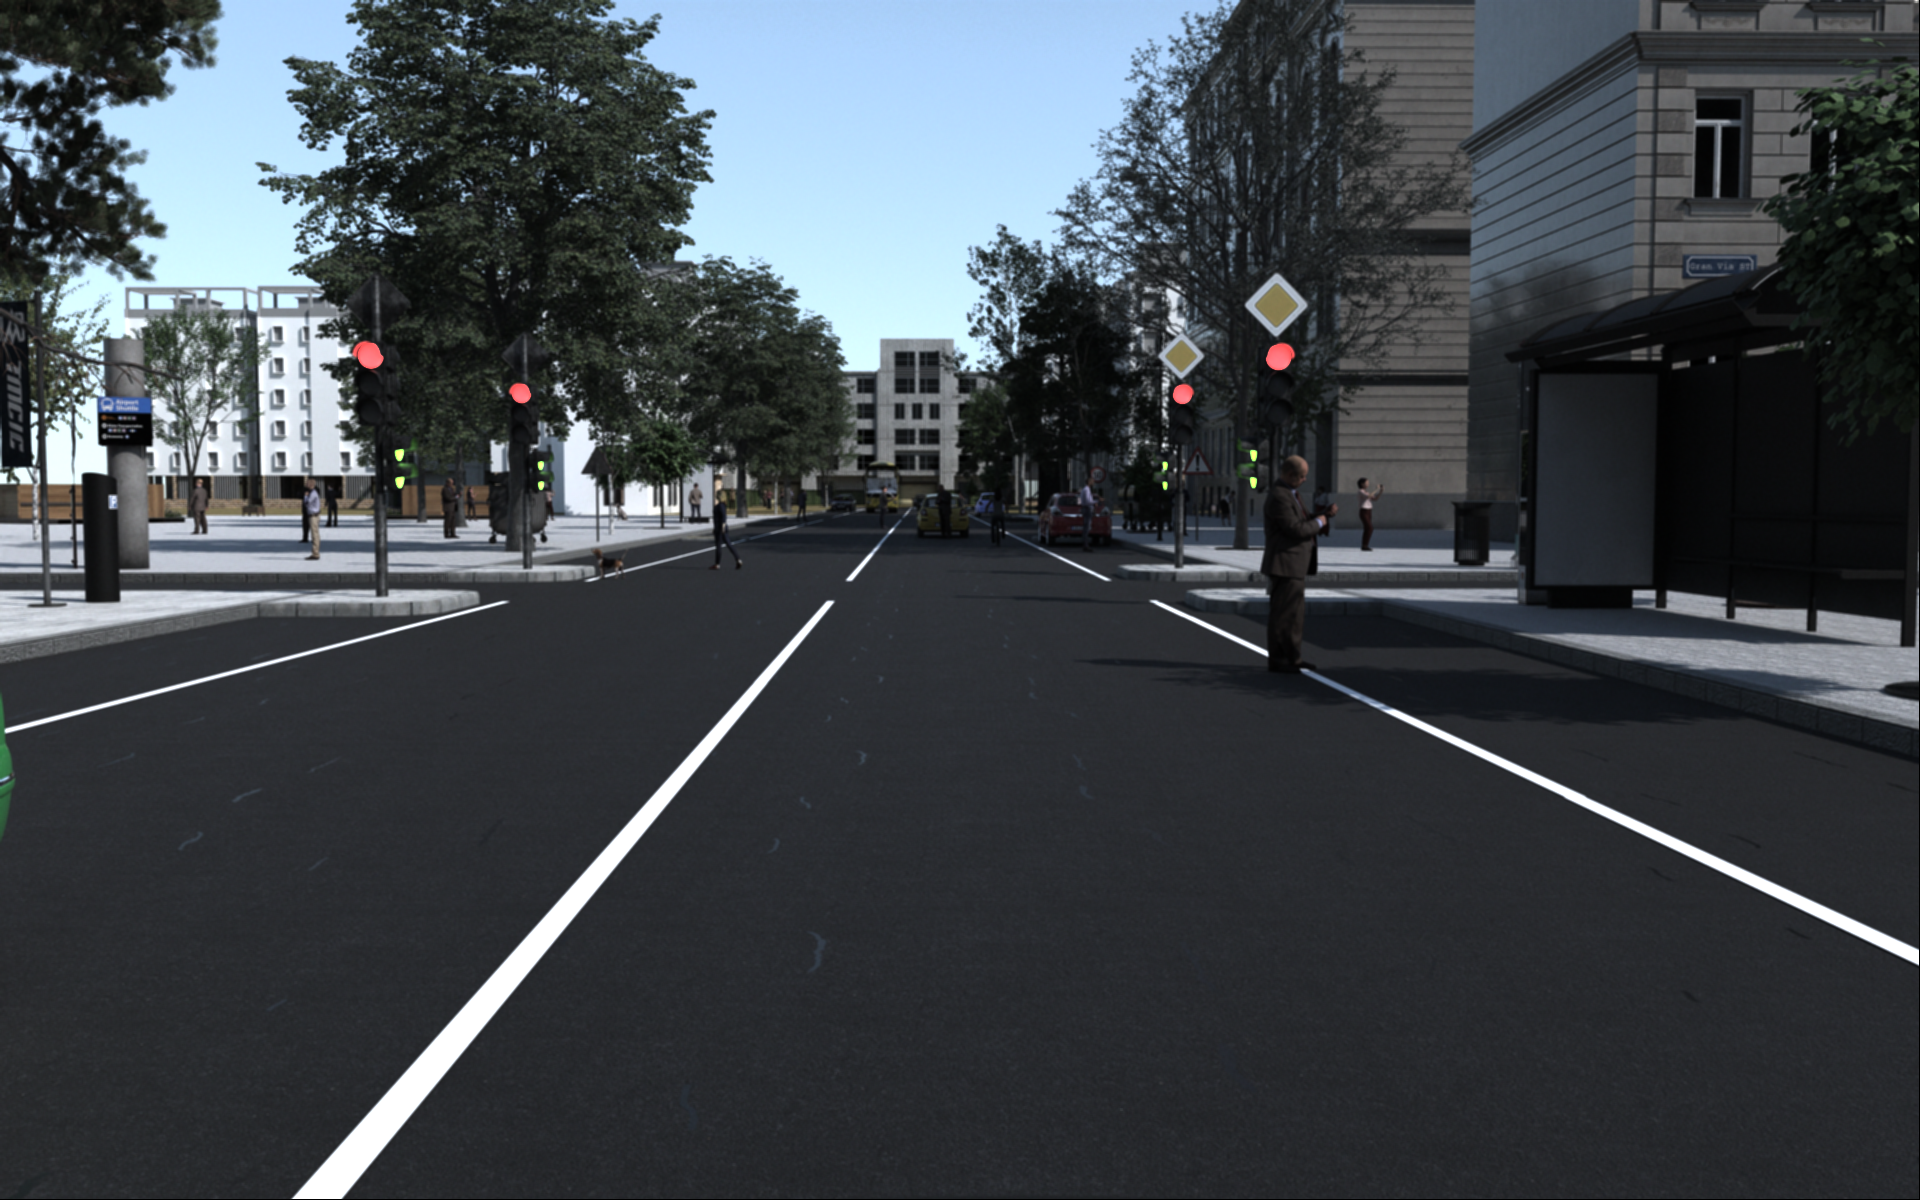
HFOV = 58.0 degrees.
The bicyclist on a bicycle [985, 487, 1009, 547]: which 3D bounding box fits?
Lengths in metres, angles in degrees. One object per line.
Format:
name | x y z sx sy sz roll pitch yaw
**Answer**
bicyclist on a bicycle | 1.033 -2.296 47.564 1.499 1.676 1.625 0 4 -1

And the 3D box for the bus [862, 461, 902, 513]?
bus | -6.059 -8.718 134.088 2.896 3.916 12.252 0 4 -3

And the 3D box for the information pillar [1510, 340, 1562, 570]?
information pillar | 9.837 -2.453 29.489 0.750 3.857 0.750 1 4 12

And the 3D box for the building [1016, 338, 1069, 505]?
building | 12.515 -21.314 204.900 11.380 20.091 16.016 0 4 -1

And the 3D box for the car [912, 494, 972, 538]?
car | -0.597 -2.939 58.275 2.015 1.641 3.980 0 4 -2

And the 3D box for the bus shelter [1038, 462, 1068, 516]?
bus shelter | 5.176 -6.583 98.909 1.731 3.624 6.357 0 4 -1

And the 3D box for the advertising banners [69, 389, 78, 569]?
advertising banners | -15.332 -2.064 29.933 0.090 3.025 2.074 -2 4 -28

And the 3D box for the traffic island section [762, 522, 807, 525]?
traffic island section | -8.205 -3.573 81.289 1.991 0.108 1.994 0 4 -1

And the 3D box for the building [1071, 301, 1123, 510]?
building | 19.837 -17.822 157.852 16.747 18.905 31.486 0 4 -1

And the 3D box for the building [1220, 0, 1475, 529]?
building | 19.618 -17.491 73.367 14.401 28.519 23.554 0 4 -1

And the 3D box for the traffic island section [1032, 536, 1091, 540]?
traffic island section | 3.283 -1.940 54.591 1.991 0.108 1.994 0 4 -1

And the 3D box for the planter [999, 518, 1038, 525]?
planter | 2.709 -3.693 81.522 1.991 0.319 1.994 0 4 -1

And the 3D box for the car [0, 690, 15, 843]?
car | -3.622 0.350 3.080 1.959 1.807 4.718 0 4 -1

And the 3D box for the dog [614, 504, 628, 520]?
dog | -16.396 -4.286 84.451 0.800 0.831 0.513 1 4 11

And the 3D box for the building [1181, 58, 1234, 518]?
building | 20.064 -18.919 95.230 13.634 28.700 20.117 0 4 -1

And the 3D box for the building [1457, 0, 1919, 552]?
building | 26.567 -15.029 42.991 25.104 27.353 12.463 0 4 -1

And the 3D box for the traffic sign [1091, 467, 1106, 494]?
traffic sign | 6.387 -4.911 80.406 0.768 2.556 0.104 0 4 3

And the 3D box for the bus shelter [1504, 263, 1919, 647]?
bus shelter | 7.200 -1.404 16.872 2.014 3.302 5.546 0 4 -1

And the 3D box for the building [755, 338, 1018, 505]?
building | -9.265 -20.719 205.211 31.486 18.905 16.747 0 4 -1

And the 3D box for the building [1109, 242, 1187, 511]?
building | 19.953 -17.085 135.756 16.016 20.091 11.380 0 4 -1

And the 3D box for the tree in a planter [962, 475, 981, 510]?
tree in a planter | 1.062 -9.902 159.115 1.991 3.239 1.994 0 4 -1

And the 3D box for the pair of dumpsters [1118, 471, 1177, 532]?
pair of dumpsters | 6.571 -3.565 60.783 1.574 2.255 4.436 0 4 -1

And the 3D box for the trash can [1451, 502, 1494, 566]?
trash can | 9.170 -1.184 31.019 0.748 1.137 0.748 0 3 0

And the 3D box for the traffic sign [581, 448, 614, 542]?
traffic sign | -9.748 -2.848 46.565 0.884 2.594 0.081 0 4 2

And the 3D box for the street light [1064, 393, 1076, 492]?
street light | 4.816 -6.311 75.976 0.468 5.910 1.993 0 4 -1

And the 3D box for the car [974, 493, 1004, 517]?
car | 1.851 -6.074 108.903 1.945 1.707 3.694 0 4 -3

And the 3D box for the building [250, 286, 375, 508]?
building | -57.829 -18.805 163.878 11.380 20.091 16.016 0 4 -1

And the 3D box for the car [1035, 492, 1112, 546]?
car | 3.228 -2.453 49.148 2.155 1.783 4.494 0 4 -2

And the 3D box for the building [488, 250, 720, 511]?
building | -28.147 -17.236 138.220 16.016 20.091 11.380 0 4 -1

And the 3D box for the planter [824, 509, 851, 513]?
planter | -9.256 -6.749 131.483 1.991 0.319 1.994 0 4 -1

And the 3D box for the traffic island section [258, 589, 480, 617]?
traffic island section | -7.264 0.035 21.716 2.009 0.180 2.903 0 4 -1

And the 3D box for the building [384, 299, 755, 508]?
building | -36.405 -18.233 164.564 31.486 18.905 16.747 0 4 -1

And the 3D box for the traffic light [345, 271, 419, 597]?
traffic light | -7.223 -1.978 21.583 0.839 4.213 0.868 0 4 -1

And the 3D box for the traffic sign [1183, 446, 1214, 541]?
traffic sign | 6.480 -2.892 47.291 0.884 2.594 0.081 0 4 1

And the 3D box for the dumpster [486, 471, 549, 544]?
dumpster | -11.471 -2.396 44.928 1.264 1.857 1.865 0 4 -1

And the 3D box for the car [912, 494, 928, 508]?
car | -3.451 -9.149 159.366 2.009 1.686 4.222 0 4 -2

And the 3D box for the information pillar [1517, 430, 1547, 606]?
information pillar | 6.651 -0.948 19.997 0.304 2.012 0.304 0 4 -1

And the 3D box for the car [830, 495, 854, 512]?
car | -9.570 -7.822 140.471 1.945 1.354 3.894 0 4 -1

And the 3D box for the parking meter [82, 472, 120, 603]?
parking meter | -10.201 -0.744 20.568 0.372 1.533 0.369 0 3 0

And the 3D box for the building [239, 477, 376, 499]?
building | -69.781 -20.612 203.464 31.486 18.905 16.747 0 4 -1

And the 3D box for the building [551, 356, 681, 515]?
building | -23.692 -10.813 118.942 9.099 9.664 28.070 0 4 -1

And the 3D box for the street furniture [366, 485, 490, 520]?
street furniture | -27.696 -5.158 91.180 11.010 1.723 9.812 -1 4 -14

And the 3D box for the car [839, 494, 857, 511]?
car | -9.778 -8.449 147.932 2.009 1.686 4.222 0 4 -2

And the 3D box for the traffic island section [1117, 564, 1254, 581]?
traffic island section | 3.806 -0.468 29.932 2.009 0.180 2.903 0 4 -1

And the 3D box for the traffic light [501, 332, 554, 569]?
traffic light | -7.393 -2.466 29.566 0.839 4.213 0.868 0 4 -1

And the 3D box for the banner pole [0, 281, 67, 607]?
banner pole | -10.663 -1.821 19.791 0.863 3.779 0.401 1 4 20

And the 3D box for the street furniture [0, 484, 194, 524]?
street furniture | -39.297 -4.402 78.831 11.010 1.723 9.812 2 4 30

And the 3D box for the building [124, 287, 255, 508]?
building | -70.117 -18.856 164.710 11.380 20.091 16.016 0 4 -1

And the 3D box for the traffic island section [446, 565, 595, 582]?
traffic island section | -7.433 -0.454 29.699 2.009 0.180 2.903 0 4 -1

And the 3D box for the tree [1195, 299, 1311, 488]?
tree | 10.155 -6.760 60.881 4.360 8.622 3.978 0 3 0

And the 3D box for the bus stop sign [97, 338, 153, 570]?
bus stop sign | -14.251 -2.483 29.616 0.837 3.901 0.837 -2 4 -25

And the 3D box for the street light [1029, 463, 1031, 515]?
street light | 4.245 -8.064 104.639 0.468 5.910 1.993 0 4 -1

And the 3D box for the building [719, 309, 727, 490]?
building | -28.604 -17.930 149.572 16.016 20.091 11.380 0 4 -1

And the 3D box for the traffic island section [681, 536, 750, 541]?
traffic island section | -7.634 -1.926 54.351 1.991 0.108 1.994 0 4 -1

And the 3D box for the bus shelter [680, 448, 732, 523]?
bus shelter | -11.753 -5.229 79.416 2.014 3.302 5.546 0 4 -1

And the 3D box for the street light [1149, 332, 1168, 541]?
street light | 5.488 -4.564 47.411 0.468 5.910 1.993 0 4 -1

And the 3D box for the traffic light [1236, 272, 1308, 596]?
traffic light | 3.935 -1.993 21.835 0.839 4.213 0.868 0 4 -1

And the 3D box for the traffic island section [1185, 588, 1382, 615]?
traffic island section | 3.975 0.020 21.948 2.009 0.180 2.903 0 4 -1

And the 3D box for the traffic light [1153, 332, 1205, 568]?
traffic light | 3.766 -2.482 29.818 0.839 4.213 0.868 0 4 -1
